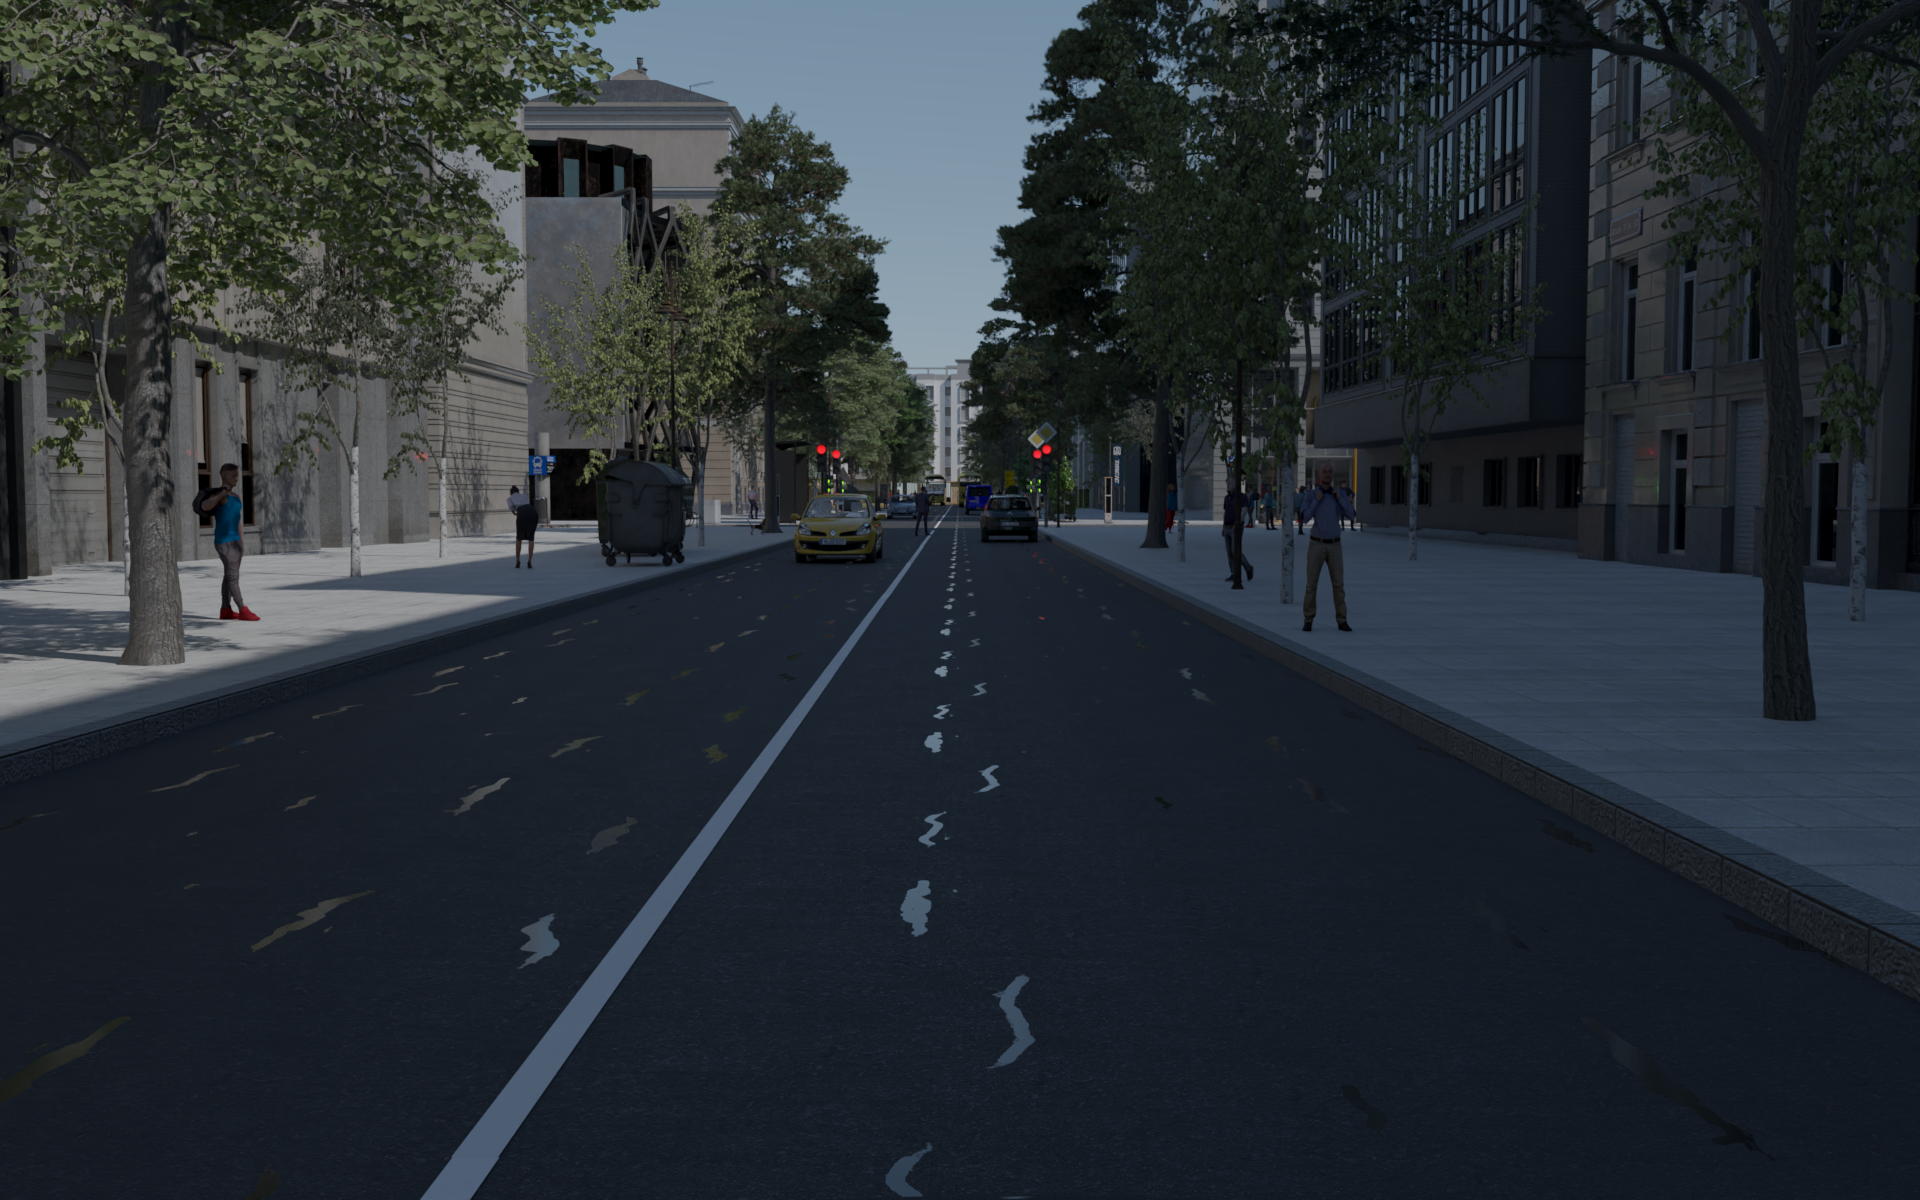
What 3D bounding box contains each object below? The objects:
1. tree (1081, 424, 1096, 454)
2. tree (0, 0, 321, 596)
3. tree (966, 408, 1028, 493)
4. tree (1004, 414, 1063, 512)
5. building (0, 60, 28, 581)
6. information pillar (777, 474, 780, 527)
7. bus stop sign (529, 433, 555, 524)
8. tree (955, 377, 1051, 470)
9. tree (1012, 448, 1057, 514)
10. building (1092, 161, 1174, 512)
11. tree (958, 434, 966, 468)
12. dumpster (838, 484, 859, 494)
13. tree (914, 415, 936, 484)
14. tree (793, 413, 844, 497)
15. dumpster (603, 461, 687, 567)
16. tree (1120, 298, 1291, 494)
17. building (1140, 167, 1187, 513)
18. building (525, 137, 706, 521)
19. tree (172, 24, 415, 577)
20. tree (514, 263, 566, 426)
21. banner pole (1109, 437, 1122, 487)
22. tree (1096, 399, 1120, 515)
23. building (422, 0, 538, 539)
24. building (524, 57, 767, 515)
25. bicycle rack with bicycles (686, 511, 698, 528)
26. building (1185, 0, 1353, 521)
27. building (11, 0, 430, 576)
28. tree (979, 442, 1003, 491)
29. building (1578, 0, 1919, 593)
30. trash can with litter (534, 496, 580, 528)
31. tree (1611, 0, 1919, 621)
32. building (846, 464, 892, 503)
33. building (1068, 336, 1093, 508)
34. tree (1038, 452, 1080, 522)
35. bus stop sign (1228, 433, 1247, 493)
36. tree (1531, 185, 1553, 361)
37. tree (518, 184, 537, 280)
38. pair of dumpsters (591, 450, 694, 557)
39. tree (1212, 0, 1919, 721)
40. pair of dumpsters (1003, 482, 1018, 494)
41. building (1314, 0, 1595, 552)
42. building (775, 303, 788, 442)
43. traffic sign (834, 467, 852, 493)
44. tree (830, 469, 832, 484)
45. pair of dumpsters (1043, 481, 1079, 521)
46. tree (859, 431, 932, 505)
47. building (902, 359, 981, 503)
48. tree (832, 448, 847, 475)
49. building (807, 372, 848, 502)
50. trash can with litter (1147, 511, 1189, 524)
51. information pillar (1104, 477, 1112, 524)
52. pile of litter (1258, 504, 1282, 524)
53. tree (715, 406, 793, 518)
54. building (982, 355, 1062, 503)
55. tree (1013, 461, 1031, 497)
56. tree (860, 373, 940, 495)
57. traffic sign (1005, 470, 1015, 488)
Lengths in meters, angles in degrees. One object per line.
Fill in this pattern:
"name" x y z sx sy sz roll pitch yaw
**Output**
"tree" 8.907 -9.362 103.435 4.360 8.622 3.978 0 3 0
"tree" -10.402 -4.367 21.762 4.737 8.622 4.395 0 3 0
"tree" 5.394 -17.596 205.828 7.486 12.596 7.792 0 3 0
"tree" 5.910 -10.759 126.279 4.360 8.622 3.978 0 3 0
"building" -20.192 -11.487 17.489 12.332 23.373 15.834 0 3 0
"information pillar" -6.945 -3.680 64.656 0.304 2.012 0.304 2 4 29
"bus stop sign" -17.940 -5.221 74.387 0.837 3.901 0.837 1 4 12
"tree" 4.754 -15.109 157.399 12.009 13.543 11.850 0 3 0
"tree" 4.901 -7.911 113.061 4.285 4.588 4.351 0 3 0
"building" 16.864 -21.840 134.578 11.434 29.767 29.804 0 3 0
"tree" 3.438 -18.228 216.159 7.486 12.596 7.792 0 3 0
"dumpster" -6.733 -6.013 104.076 1.264 1.857 1.865 0 4 0
"tree" -6.360 -17.012 196.278 7.486 12.596 7.792 0 3 0
"tree" -8.387 -9.150 99.960 4.360 8.622 3.978 0 3 0
"dumpster" -5.689 -1.561 31.285 1.264 1.857 1.865 0 4 0
"tree" 7.663 -6.095 50.011 4.360 8.622 3.978 0 3 0
"building" 18.586 -17.225 111.307 12.332 23.373 15.834 0 3 0
"building" -22.018 -13.638 90.435 16.820 18.784 16.811 0 3 0
"tree" -9.591 -4.659 26.543 4.360 8.622 3.978 0 3 0
"tree" -10.192 -6.042 49.155 4.737 8.622 4.395 0 3 0
"banner pole" 6.752 -5.252 75.893 0.863 3.779 0.401 -2 4 -30
"tree" 8.871 -7.862 78.908 4.360 8.622 3.978 0 3 0
"building" -24.465 -13.279 53.271 21.152 22.565 11.583 0 3 0
"building" -20.059 -20.076 114.145 13.634 28.700 20.117 0 3 0
"bicycle rack with bicycles" -11.239 -3.193 65.591 2.925 0.926 2.852 -1 4 -22
"building" 26.814 -18.938 87.135 29.804 29.767 11.434 0 3 0
"building" -20.336 -13.340 36.131 12.078 24.808 19.932 0 3 0
"tree" 4.363 -13.775 175.583 4.360 8.622 3.978 0 3 0
"building" 17.930 -13.717 21.531 12.463 27.353 25.104 0 3 0
"trash can with litter" -15.587 -3.350 65.832 2.233 1.210 1.678 0 4 4
"tree" 8.831 -4.095 17.311 4.737 8.622 4.395 0 3 0
"building" -25.102 -23.466 250.126 31.486 18.905 16.747 0 3 0
"building" 19.952 -18.546 169.690 16.747 18.905 31.486 0 3 0
"tree" 4.834 -5.149 78.786 1.663 3.219 1.824 0 3 0
"bus stop sign" 11.965 -5.235 74.611 0.837 3.901 0.837 0 4 6
"tree" 8.996 -5.072 33.284 4.737 8.622 4.395 0 3 0
"tree" -10.712 -5.169 34.870 4.360 8.622 3.978 0 3 0
"pair of dumpsters" -6.792 -2.123 37.202 1.574 2.255 4.436 0 4 0
"tree" 4.412 -4.603 9.675 7.601 10.594 8.767 1 4 10
"pair of dumpsters" 4.383 -8.543 142.169 1.574 2.255 4.436 0 3 0
"building" 18.895 -15.445 46.031 14.314 27.812 24.014 0 3 0
"building" -20.151 -18.556 133.060 12.332 23.373 15.834 0 3 0
"traffic sign" -5.512 -4.993 81.634 0.884 2.594 0.081 0 4 2
"tree" -10.293 -9.484 105.433 4.737 8.622 4.395 0 3 0
"pair of dumpsters" 4.883 -4.968 83.728 1.574 2.255 4.436 0 3 0
"tree" -6.801 -14.181 166.279 8.767 10.594 7.601 0 4 1
"building" -2.731 -23.999 248.805 11.380 20.091 16.016 0 3 0
"tree" -9.314 -10.542 122.731 4.737 8.622 4.395 0 3 0
"building" -19.575 -21.637 210.178 11.380 20.091 16.016 0 3 0
"trash can with litter" 8.998 -3.892 74.698 2.233 1.210 1.678 -1 4 -20
"information pillar" 6.406 -4.313 75.006 0.304 2.012 0.304 0 4 -4
"pile of litter" 13.359 -3.712 74.649 1.176 0.858 1.719 2 4 25
"tree" -11.343 -8.733 93.144 4.360 8.622 3.978 0 3 0
"building" 19.695 -25.165 255.418 32.646 21.610 27.936 0 3 0
"tree" 4.007 -6.489 100.702 1.663 3.219 1.824 0 3 0
"tree" -6.678 -16.699 179.681 9.857 13.997 8.962 0 3 0
"traffic sign" 4.933 -9.376 147.175 2.265 3.308 0.079 1 4 9
